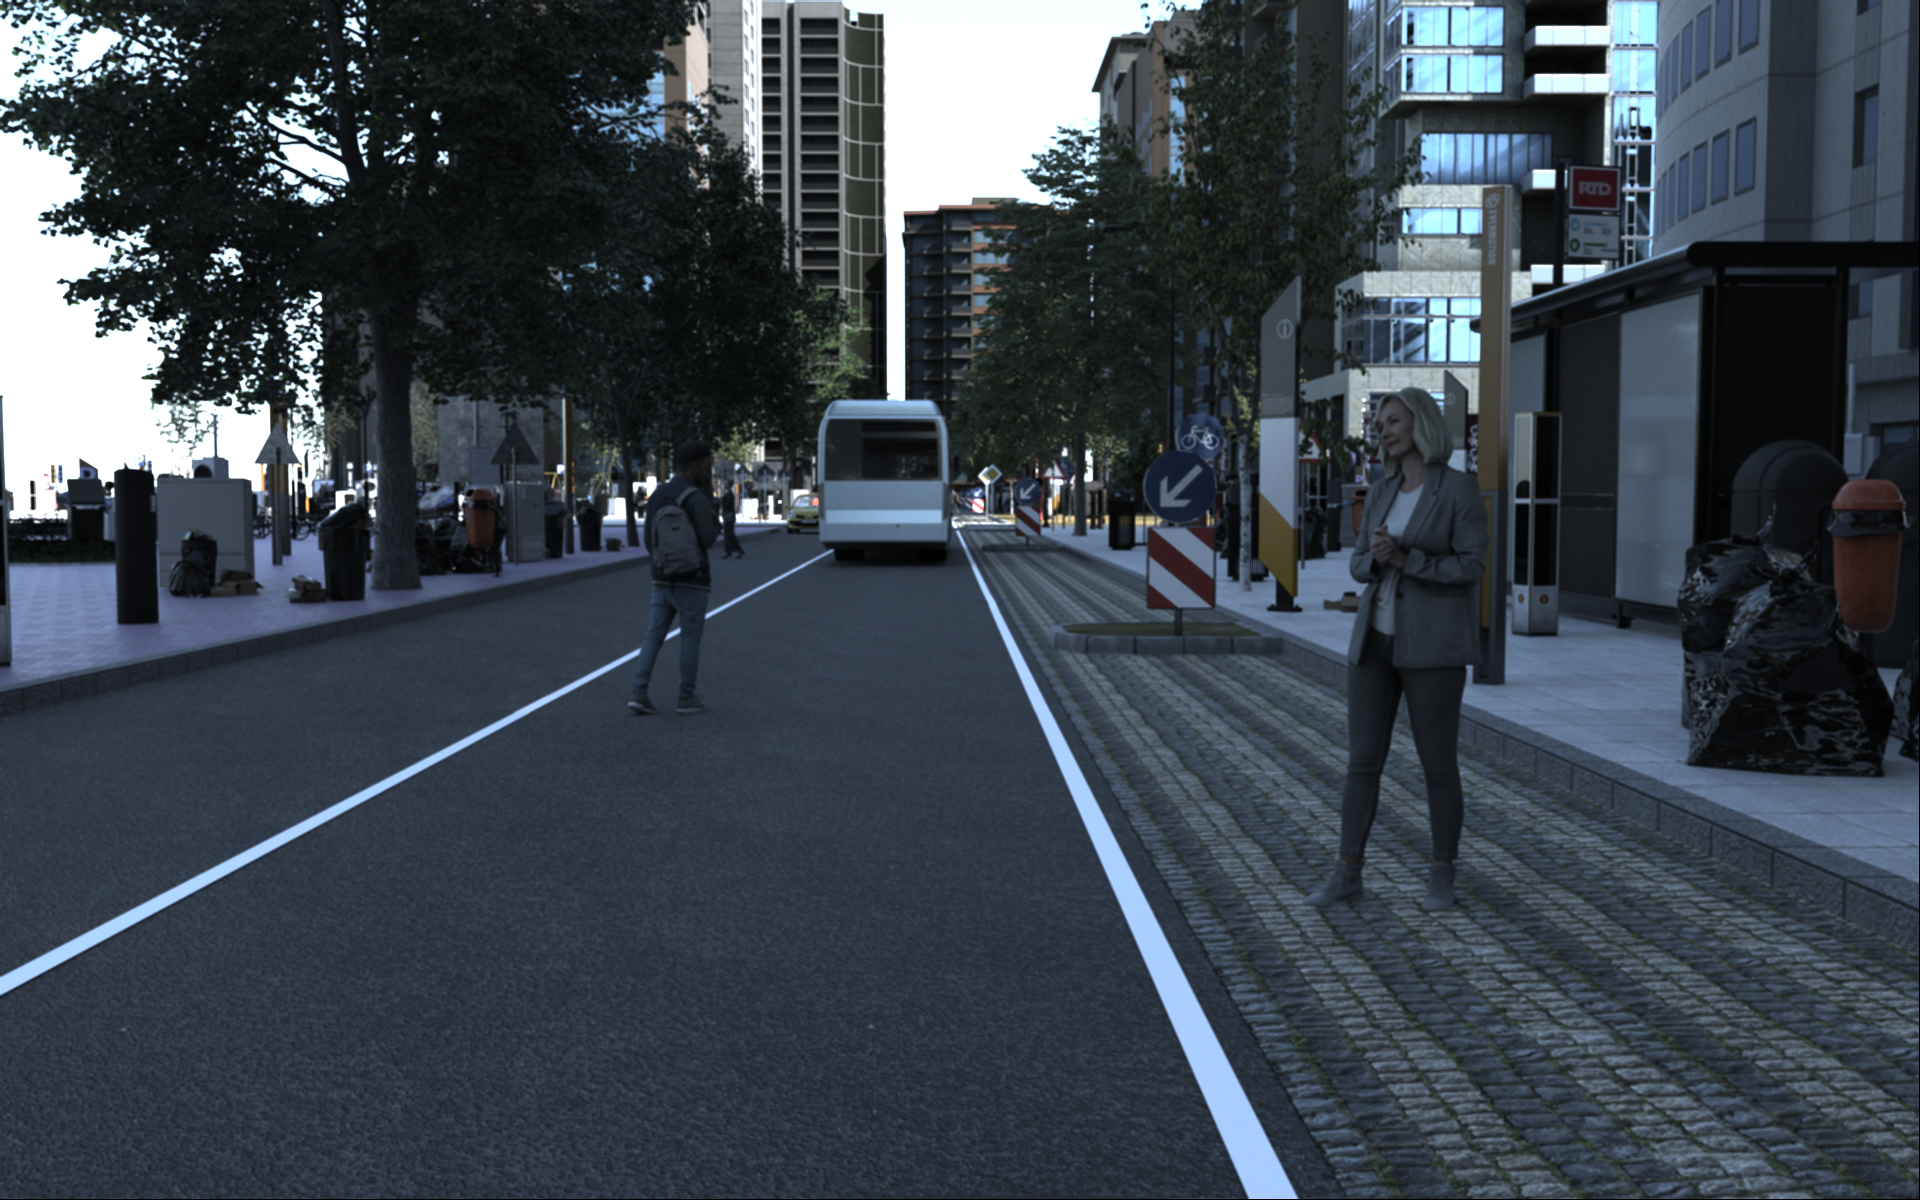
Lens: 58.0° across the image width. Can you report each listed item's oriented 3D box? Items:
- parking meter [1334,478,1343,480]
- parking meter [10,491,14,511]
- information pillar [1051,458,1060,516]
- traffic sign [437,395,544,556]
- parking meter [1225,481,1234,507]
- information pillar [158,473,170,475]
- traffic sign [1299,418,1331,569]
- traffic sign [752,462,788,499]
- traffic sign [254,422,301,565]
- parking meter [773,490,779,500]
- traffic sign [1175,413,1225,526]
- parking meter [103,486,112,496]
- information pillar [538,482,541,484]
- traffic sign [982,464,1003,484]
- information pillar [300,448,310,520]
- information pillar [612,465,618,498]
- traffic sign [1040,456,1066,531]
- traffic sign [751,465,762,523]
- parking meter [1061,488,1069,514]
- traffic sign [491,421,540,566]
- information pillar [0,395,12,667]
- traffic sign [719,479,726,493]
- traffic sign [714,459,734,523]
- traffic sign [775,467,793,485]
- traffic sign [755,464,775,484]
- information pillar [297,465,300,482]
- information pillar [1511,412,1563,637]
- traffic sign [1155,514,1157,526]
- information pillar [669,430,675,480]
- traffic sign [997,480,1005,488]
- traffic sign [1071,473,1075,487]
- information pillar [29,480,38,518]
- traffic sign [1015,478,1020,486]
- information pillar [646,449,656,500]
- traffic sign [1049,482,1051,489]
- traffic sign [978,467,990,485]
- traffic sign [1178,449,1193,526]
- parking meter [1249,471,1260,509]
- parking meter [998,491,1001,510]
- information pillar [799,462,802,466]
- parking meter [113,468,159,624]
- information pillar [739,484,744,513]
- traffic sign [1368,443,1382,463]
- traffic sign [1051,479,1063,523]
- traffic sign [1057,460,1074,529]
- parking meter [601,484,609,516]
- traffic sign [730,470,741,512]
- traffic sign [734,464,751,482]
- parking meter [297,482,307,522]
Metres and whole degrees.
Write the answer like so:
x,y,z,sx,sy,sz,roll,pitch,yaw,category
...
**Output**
x,y,z,sx,sy,sz,roll,pitch,yaw,category
13.382,-3.406,61.402,0.255,1.863,0.399,2,4,32,parking meter
-70.878,-7.398,129.374,0.372,1.533,0.369,0,3,0,parking meter
5.614,-6.772,102.080,0.504,3.616,0.183,0,4,8,information pillar
-9.650,-2.552,35.601,2.265,3.308,0.079,0,4,7,traffic sign
11.651,-4.235,74.961,0.255,1.863,0.399,2,4,30,parking meter
-28.004,-3.455,60.978,0.304,2.012,0.304,-3,5,-44,information pillar
5.856,-1.805,29.516,0.884,2.594,0.081,0,4,8,traffic sign
-11.871,-6.994,108.230,2.265,3.308,0.079,0,4,1,traffic sign
-12.255,-1.902,31.096,0.884,2.594,0.081,0,4,6,traffic sign
-11.582,-6.323,109.092,0.255,1.863,0.399,2,4,28,parking meter
3.768,-1.661,27.270,0.768,2.556,0.104,0,4,2,traffic sign
-50.680,-5.951,103.016,0.399,1.863,0.255,-2,4,-33,parking meter
-18.091,-5.089,74.559,0.183,3.616,0.504,-1,4,-17,information pillar
1.257,-3.908,66.086,0.795,2.593,0.064,0,4,-1,traffic sign
-32.889,-5.863,87.219,0.183,3.616,0.504,0,4,-2,information pillar
-27.671,-9.019,138.816,0.504,3.616,0.183,-1,4,-23,information pillar
3.191,-3.634,59.417,0.884,2.594,0.081,0,4,2,traffic sign
-8.852,-4.674,76.523,0.768,2.556,0.104,0,4,6,traffic sign
6.779,-6.508,112.117,0.399,1.863,0.255,1,4,16,parking meter
-7.967,-1.898,31.033,0.884,2.594,0.081,0,4,1,traffic sign
-7.257,-0.507,12.781,0.304,2.012,0.304,2,4,30,information pillar
-12.567,-5.670,92.809,0.768,2.556,0.104,0,4,6,traffic sign
-8.592,-3.848,63.021,0.768,2.556,0.104,0,4,8,traffic sign
-7.530,-4.391,73.991,0.795,2.593,0.064,0,4,-1,traffic sign
-7.437,-3.903,66.006,0.795,2.593,0.064,0,4,-1,traffic sign
-47.956,-8.230,125.920,0.183,3.616,0.504,2,4,34,information pillar
5.220,-0.684,15.678,0.304,2.012,0.304,-1,4,-14,information pillar
7.030,-3.671,62.142,0.606,2.300,0.079,0,4,1,traffic sign
-10.478,-4.390,63.138,0.183,3.616,0.504,-2,4,-23,information pillar
3.435,-9.074,148.468,0.768,2.556,0.104,0,4,4,traffic sign
7.036,-6.513,106.485,0.884,2.594,0.081,0,4,0,traffic sign
-46.914,-5.089,87.691,0.304,2.012,0.304,-1,4,-15,information pillar
4.303,-7.433,121.540,0.884,2.594,0.081,0,4,6,traffic sign
-15.055,-5.699,84.528,0.504,3.616,0.183,-3,5,-43,information pillar
7.282,-8.592,142.604,0.606,2.300,0.079,0,4,2,traffic sign
1.164,-4.396,74.070,0.795,2.593,0.064,0,4,-1,traffic sign
4.889,-2.107,36.578,0.606,2.300,0.079,0,4,6,traffic sign
7.356,-2.289,43.128,0.399,1.863,0.255,-2,4,-30,parking meter
3.192,-7.967,138.664,0.372,1.533,0.369,0,3,0,parking meter
-11.515,-8.212,125.619,0.183,3.616,0.504,2,4,25,information pillar
-8.179,-0.537,17.192,0.372,1.533,0.369,0,3,0,parking meter
-15.202,-7.093,120.460,0.304,2.012,0.304,0,4,-7,information pillar
7.495,-1.832,29.958,0.884,2.594,0.081,1,4,8,traffic sign
4.364,-4.639,77.985,0.606,2.300,0.079,0,4,5,traffic sign
3.849,-3.920,64.194,0.768,2.556,0.104,0,4,1,traffic sign
-20.325,-5.714,99.137,0.399,1.863,0.255,1,4,17,parking meter
-11.741,-5.529,90.509,0.768,2.556,0.104,0,4,2,traffic sign
-9.594,-4.687,76.362,0.795,2.593,0.064,0,4,4,traffic sign
-30.764,-4.602,80.960,0.399,1.863,0.255,-3,4,-36,parking meter
